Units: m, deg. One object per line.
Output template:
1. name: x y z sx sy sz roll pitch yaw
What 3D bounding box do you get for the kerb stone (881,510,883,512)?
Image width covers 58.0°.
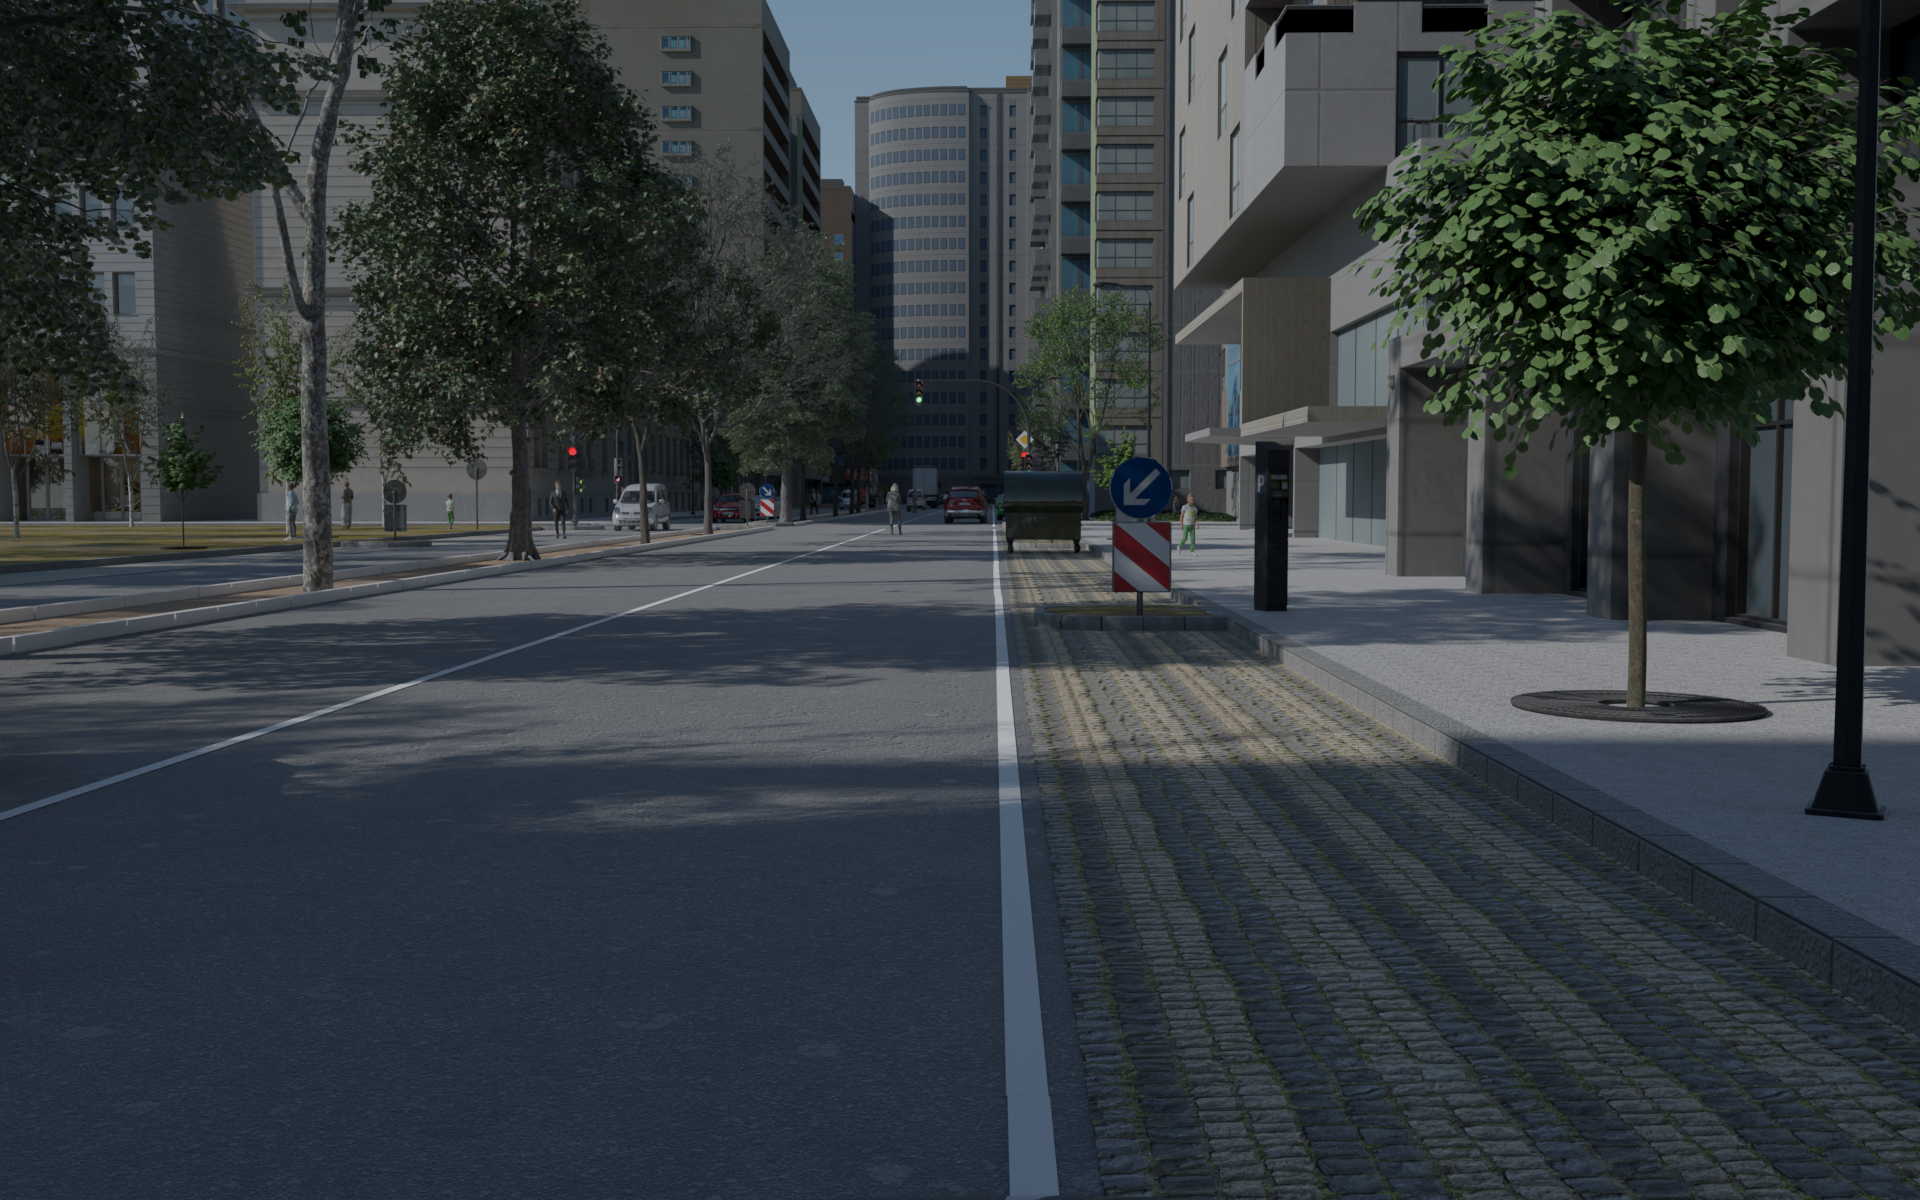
1. kerb stone: -6.326 -6.931 135.534 0.120 0.150 1.000 0 4 1

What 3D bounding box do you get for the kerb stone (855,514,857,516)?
1. kerb stone: -6.807 -5.364 109.895 0.120 0.150 1.000 0 4 1

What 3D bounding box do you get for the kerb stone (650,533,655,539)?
1. kerb stone: -9.941 -2.010 55.063 0.120 0.150 1.000 0 4 1

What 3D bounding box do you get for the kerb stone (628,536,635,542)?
1. kerb stone: -9.993 -1.822 51.984 0.120 0.150 1.000 0 4 1

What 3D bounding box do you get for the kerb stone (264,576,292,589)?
1. kerb stone: -10.477 -0.255 26.370 0.120 0.150 1.000 0 4 1

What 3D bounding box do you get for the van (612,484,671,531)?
1. van: -12.541 -3.749 68.312 2.013 2.044 4.112 0 4 1

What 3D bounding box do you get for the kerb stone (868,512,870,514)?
1. kerb stone: -6.600 -6.053 121.159 0.120 0.150 1.000 0 4 1

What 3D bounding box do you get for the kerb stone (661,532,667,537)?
1. kerb stone: -9.897 -2.128 57.109 0.120 0.150 1.000 0 4 1

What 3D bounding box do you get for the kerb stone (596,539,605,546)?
1. kerb stone: -10.068 -1.571 47.877 0.120 0.150 1.000 0 4 1

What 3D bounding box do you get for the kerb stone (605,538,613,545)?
1. kerb stone: -10.051 -1.632 48.899 0.120 0.150 1.000 0 4 1

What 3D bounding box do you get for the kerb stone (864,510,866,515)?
1. kerb stone: -6.666 -5.863 118.090 0.120 0.150 1.000 0 4 1

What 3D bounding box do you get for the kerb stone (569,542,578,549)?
1. kerb stone: -10.129 -1.380 44.812 0.120 0.150 1.000 0 4 1

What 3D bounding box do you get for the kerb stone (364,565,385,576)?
1. kerb stone: -10.403 -0.505 30.472 0.120 0.150 1.000 0 4 1

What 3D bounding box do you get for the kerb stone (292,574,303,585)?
1. kerb stone: -10.451 -0.318 27.391 0.120 0.150 1.000 0 4 1

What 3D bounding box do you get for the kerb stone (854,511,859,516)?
1. kerb stone: -6.765 -5.489 111.947 0.120 0.150 1.000 0 4 1

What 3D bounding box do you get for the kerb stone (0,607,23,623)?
1. kerb stone: -10.611 0.183 19.209 0.120 0.150 1.000 0 4 1

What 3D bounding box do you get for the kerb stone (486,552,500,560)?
1. kerb stone: -10.264 -0.939 37.637 0.120 0.150 1.000 0 4 1

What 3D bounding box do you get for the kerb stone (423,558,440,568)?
1. kerb stone: -10.336 -0.689 33.537 0.120 0.150 1.000 0 4 1

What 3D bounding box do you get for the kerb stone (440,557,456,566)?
1. kerb stone: -10.319 -0.756 34.562 0.120 0.150 1.000 0 4 1

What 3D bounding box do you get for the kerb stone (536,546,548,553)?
1. kerb stone: -10.181 -1.193 41.742 0.120 0.150 1.000 0 4 1

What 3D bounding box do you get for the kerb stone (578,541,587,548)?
1. kerb stone: -10.112 -1.446 45.834 0.120 0.150 1.000 0 4 1

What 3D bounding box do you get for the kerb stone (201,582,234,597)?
1. kerb stone: -10.514 -0.130 24.324 0.120 0.150 1.000 0 4 1

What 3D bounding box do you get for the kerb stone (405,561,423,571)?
1. kerb stone: -10.360 -0.631 32.515 0.120 0.150 1.000 0 4 1

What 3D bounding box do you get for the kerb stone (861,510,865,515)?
1. kerb stone: -6.673 -5.800 117.068 0.120 0.150 1.000 0 4 1

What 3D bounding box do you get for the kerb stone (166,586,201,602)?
1. kerb stone: -10.536 -0.059 23.300 0.120 0.150 1.000 0 4 1

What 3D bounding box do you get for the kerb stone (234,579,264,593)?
1. kerb stone: -10.491 -0.193 25.348 0.120 0.150 1.000 0 4 1

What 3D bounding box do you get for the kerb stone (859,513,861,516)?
1. kerb stone: -6.747 -5.548 112.976 0.120 0.150 1.000 0 4 1

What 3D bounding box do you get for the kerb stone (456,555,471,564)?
1. kerb stone: -10.301 -0.819 35.588 0.120 0.150 1.000 0 4 1

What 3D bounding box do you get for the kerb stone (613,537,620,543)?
1. kerb stone: -10.033 -1.696 49.922 0.120 0.150 1.000 0 4 1

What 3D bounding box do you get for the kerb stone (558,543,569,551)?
1. kerb stone: -10.145 -1.321 43.790 0.120 0.150 1.000 0 4 1

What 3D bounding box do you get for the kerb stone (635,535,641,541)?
1. kerb stone: -9.979 -1.884 53.007 0.120 0.150 1.000 0 4 1

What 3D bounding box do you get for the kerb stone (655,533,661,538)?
1. kerb stone: -9.915 -2.073 56.086 0.120 0.150 1.000 0 4 1

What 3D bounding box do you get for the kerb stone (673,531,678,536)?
1. kerb stone: -9.865 -2.260 59.152 0.120 0.150 1.000 0 4 1

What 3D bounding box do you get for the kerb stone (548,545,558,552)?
1. kerb stone: -10.165 -1.258 42.764 0.120 0.150 1.000 0 4 1

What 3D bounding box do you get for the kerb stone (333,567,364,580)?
1. kerb stone: -10.418 -0.443 29.445 0.120 0.150 1.000 0 4 1

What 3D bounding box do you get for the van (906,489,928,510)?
1. van: -3.933 -9.133 156.338 2.013 2.044 4.112 0 4 2

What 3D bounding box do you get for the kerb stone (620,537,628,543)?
1. kerb stone: -10.012 -1.759 50.948 0.120 0.150 1.000 0 4 1

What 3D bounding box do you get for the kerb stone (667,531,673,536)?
1. kerb stone: -9.874 -2.198 58.130 0.120 0.150 1.000 0 4 1

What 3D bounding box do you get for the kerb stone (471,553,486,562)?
1. kerb stone: -10.278 -0.882 36.612 0.120 0.150 1.000 0 4 1

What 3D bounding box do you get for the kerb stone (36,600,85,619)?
1. kerb stone: -10.580 0.123 20.230 0.120 0.150 1.000 0 4 1

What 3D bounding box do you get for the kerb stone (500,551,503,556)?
1. kerb stone: -10.244 -1.003 38.659 0.120 0.150 1.000 0 4 1

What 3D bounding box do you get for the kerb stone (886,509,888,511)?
1. kerb stone: -6.212 -7.301 141.684 0.120 0.150 1.000 0 4 1

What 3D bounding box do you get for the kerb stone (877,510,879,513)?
1. kerb stone: -6.419 -6.618 130.407 0.120 0.150 1.000 0 4 1

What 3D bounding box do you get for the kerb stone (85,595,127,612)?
1. kerb stone: -10.564 0.063 21.252 0.120 0.150 1.000 0 4 1

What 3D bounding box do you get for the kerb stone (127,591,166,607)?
1. kerb stone: -10.547 -0.005 22.278 0.120 0.150 1.000 0 4 1

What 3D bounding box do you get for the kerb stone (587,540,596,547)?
1. kerb stone: -10.090 -1.508 46.855 0.120 0.150 1.000 0 4 1

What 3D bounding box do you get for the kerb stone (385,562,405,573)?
1. kerb stone: -10.372 -0.569 31.493 0.120 0.150 1.000 0 4 1

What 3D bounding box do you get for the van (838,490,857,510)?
1. van: -10.294 -9.414 160.923 2.013 2.044 4.112 0 4 0
